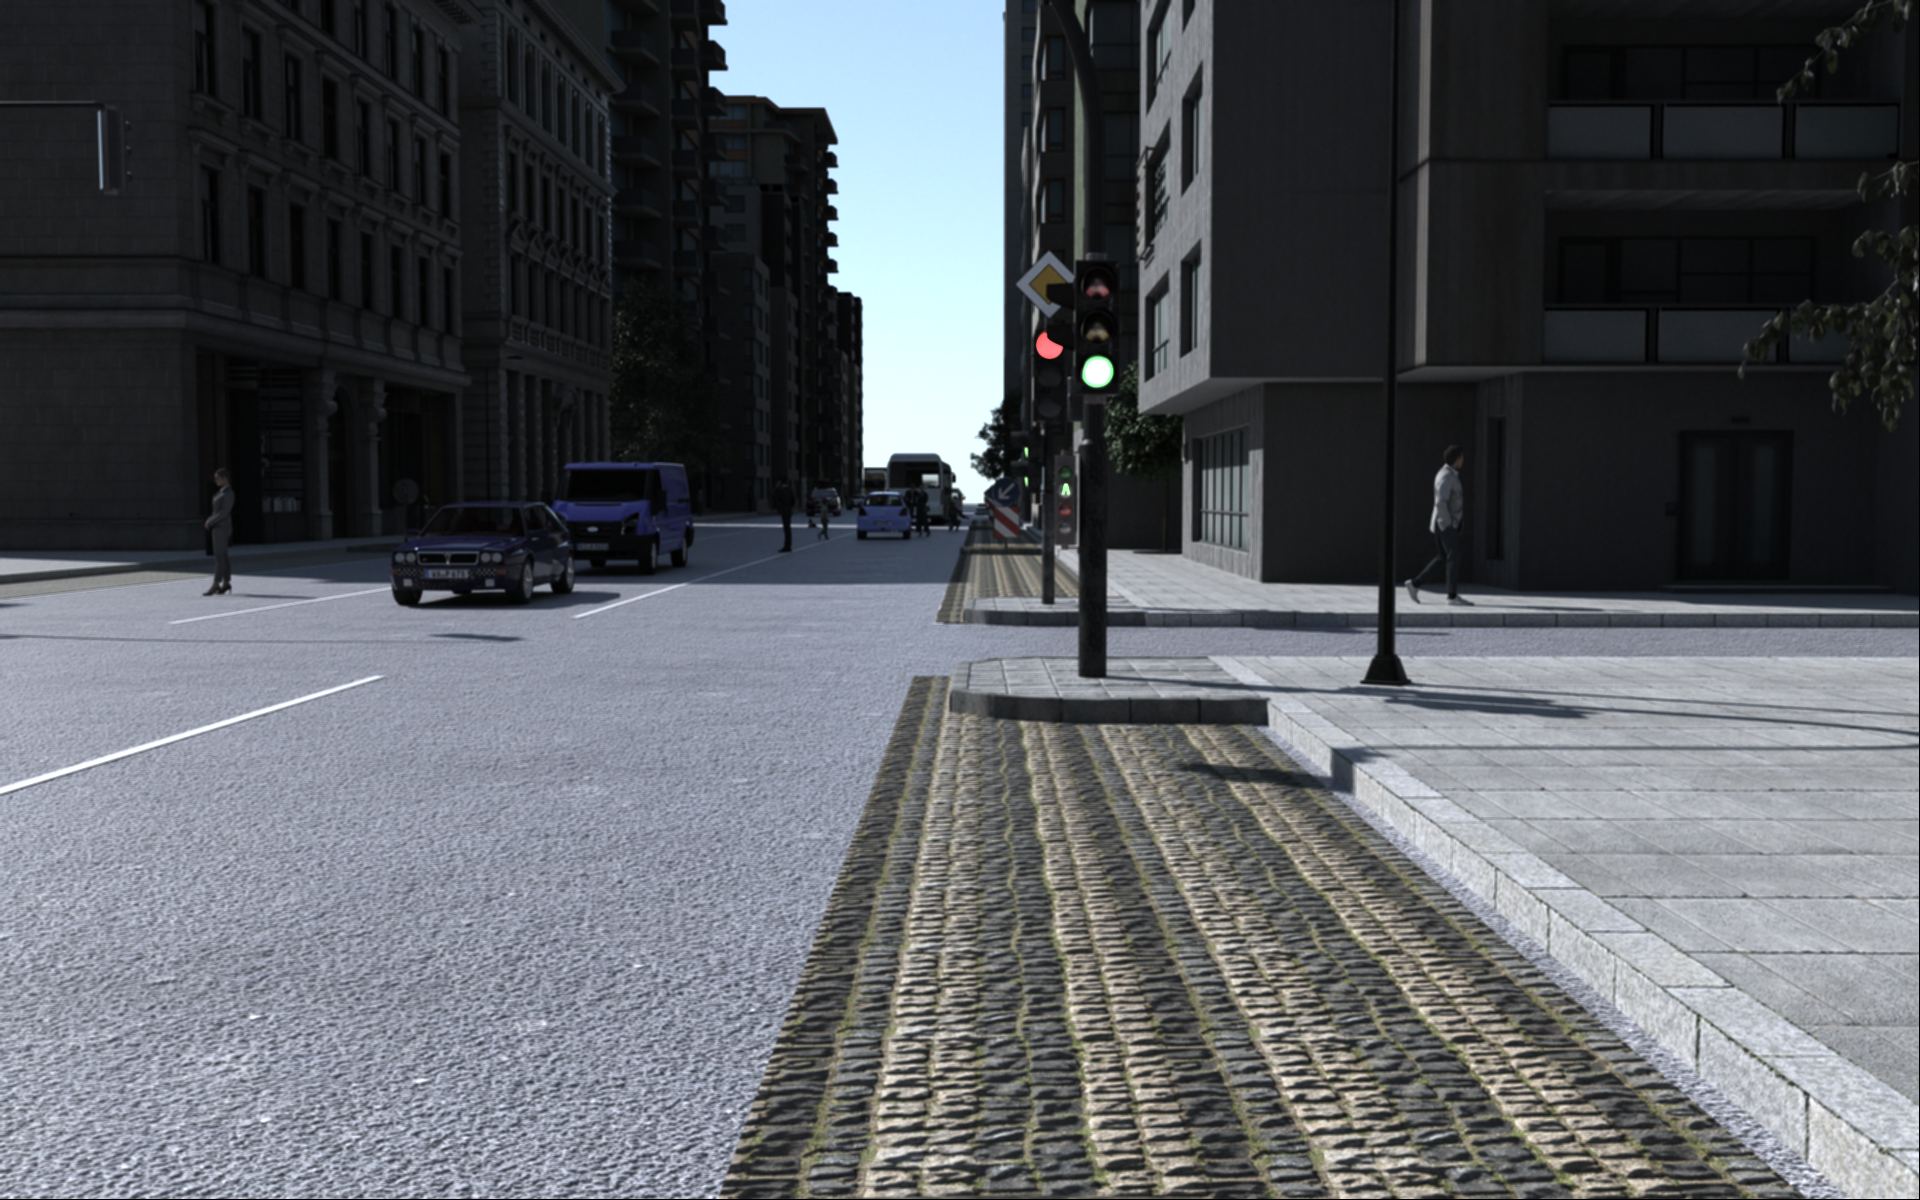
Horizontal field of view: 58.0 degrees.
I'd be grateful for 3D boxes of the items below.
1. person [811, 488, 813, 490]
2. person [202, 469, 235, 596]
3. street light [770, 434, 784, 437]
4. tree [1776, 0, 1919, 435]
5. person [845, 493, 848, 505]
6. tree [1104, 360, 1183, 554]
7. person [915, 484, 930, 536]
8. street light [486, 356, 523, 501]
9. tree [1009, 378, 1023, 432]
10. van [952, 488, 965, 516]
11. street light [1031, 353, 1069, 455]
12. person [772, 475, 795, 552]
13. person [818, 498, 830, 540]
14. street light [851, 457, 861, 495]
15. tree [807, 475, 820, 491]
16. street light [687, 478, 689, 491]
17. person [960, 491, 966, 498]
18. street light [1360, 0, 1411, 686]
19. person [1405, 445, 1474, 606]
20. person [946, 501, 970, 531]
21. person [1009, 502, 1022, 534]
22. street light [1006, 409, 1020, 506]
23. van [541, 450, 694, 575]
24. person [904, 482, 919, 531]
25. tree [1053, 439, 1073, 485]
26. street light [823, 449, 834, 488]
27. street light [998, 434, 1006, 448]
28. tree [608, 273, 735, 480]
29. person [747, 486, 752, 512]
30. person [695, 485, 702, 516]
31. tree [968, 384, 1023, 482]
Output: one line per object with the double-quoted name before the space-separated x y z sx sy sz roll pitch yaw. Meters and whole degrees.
"person" -14.211 -9.748 165.297 0.599 1.838 0.709 0 4 6
"person" -10.613 -0.973 24.683 0.520 1.790 0.573 3 5 42
"street light" -14.343 -9.913 134.622 1.470 5.913 1.316 0 4 1
"tree" 4.123 -3.372 5.502 4.360 8.622 3.978 0 3 0
"person" -13.624 -12.107 207.228 0.421 1.427 0.697 0 4 5
"tree" 4.399 -3.289 37.481 4.285 4.588 4.351 0 3 0
"person" -1.280 -3.048 58.763 0.576 1.772 0.534 1 4 21
"street light" -15.342 -5.241 58.233 1.470 5.913 1.316 0 4 1
"tree" 4.820 -9.298 102.385 4.360 8.622 3.978 0 3 0
"van" -0.655 -6.592 114.790 2.013 2.044 4.112 0 3 0
"street light" 3.020 -5.166 57.010 1.470 5.913 1.316 0 4 1
"person" -4.358 -2.130 42.690 0.474 1.900 0.648 1 4 12
"person" -4.258 -2.530 54.117 0.306 1.304 0.590 3 5 39
"street light" -13.118 -15.012 217.992 1.470 5.913 1.316 0 4 1
"tree" -14.905 -10.885 172.563 1.663 3.219 1.824 0 3 0
"street light" -14.723 -7.618 97.091 1.470 5.913 1.316 0 4 1
"person" 0.118 -14.156 240.052 1.348 1.812 0.705 1 4 21
"street light" 2.347 -2.388 11.586 1.470 5.913 1.316 0 4 1
"person" 5.554 -0.865 20.039 0.795 1.843 0.661 1 4 19
"person" -0.132 -3.260 67.293 1.012 1.151 0.738 -1 4 -11
"person" 1.810 -3.230 61.399 0.778 1.811 0.616 0 4 3
"street light" 3.463 -7.593 96.694 1.470 5.913 1.316 0 4 1
"van" -6.350 -1.720 32.513 2.240 2.365 5.245 0 3 0
"person" -1.861 -3.659 67.694 0.474 1.900 0.648 2 4 34
"tree" 3.794 -4.029 60.475 1.663 3.219 1.824 0 3 0
"street light" -13.642 -12.680 179.858 1.470 5.913 1.316 0 4 1
"street light" 3.921 -9.889 134.224 1.470 5.913 1.316 0 4 1
"tree" -16.161 -10.574 89.898 9.611 12.733 9.660 0 3 0
"person" -14.688 -7.022 120.788 0.705 1.831 1.348 0 4 -1
"person" -15.296 -5.838 101.501 0.705 1.824 1.348 0 4 0
"tree" 6.074 -16.096 180.184 9.611 12.733 9.660 0 3 0
